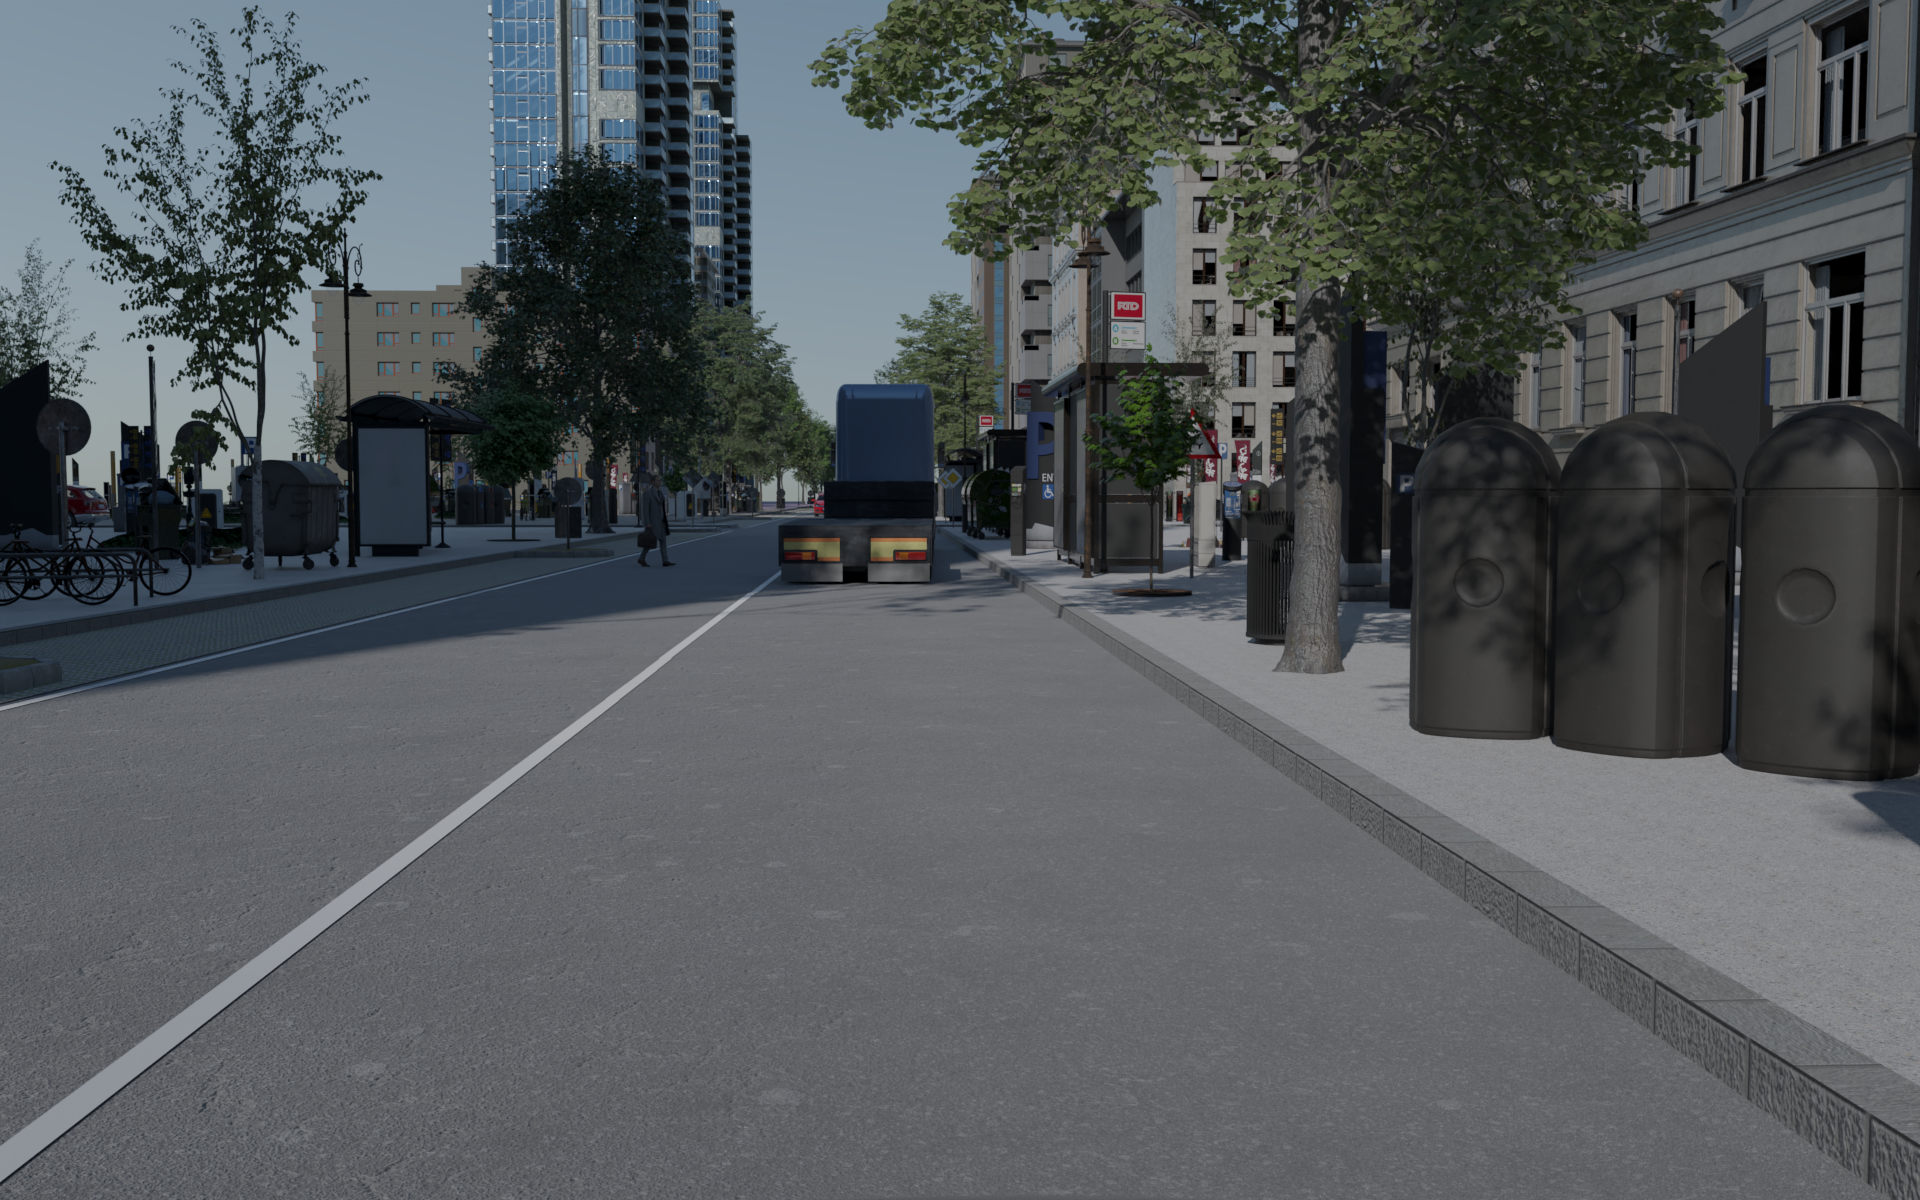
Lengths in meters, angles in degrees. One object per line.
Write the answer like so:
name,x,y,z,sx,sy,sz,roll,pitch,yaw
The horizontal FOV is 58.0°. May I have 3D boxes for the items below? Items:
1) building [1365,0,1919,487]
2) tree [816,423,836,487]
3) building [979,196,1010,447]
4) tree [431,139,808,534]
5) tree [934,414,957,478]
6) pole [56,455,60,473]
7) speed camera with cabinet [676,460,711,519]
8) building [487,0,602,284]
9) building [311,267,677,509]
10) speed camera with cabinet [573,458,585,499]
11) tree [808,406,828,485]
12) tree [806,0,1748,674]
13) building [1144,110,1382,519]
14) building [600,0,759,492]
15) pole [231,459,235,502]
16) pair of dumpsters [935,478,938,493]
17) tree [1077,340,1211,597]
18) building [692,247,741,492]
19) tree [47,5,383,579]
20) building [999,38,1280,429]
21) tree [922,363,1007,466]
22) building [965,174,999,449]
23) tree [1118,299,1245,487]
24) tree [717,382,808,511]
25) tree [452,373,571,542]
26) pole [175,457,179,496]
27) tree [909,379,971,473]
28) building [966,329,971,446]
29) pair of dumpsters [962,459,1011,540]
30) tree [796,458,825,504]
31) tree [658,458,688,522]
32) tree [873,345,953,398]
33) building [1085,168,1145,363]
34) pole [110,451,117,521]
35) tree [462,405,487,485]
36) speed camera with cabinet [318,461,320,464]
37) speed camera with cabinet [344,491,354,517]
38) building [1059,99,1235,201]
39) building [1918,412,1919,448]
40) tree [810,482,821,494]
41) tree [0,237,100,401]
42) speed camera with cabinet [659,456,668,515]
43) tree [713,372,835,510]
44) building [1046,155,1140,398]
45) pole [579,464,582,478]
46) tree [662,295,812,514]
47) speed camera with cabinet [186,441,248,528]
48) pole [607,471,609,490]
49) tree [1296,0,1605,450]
building,21.020,-12.666,40.367,16.112,22.955,30.059,0,4,-3
tree,-23.462,-24.423,305.974,9.857,13.997,8.962,0,3,0
building,10.078,-37.261,259.328,14.600,45.320,14.200,0,4,-3
tree,-11.857,-8.515,56.234,9.611,12.733,9.660,0,3,0
tree,-1.291,-10.896,128.511,4.737,8.622,4.395,0,3,0
pole,-23.420,-3.137,45.133,0.158,3.312,0.155,0,3,0
speed camera with cabinet,-13.619,-5.763,88.563,0.660,3.252,2.038,2,4,33
building,-39.818,-53.659,190.003,22.319,86.520,31.000,0,4,-3
building,-41.674,-19.379,161.882,27.650,21.520,28.899,0,4,-3
speed camera with cabinet,-20.947,-6.161,95.068,0.660,3.252,2.038,-1,4,-10
tree,-17.202,-15.062,163.277,9.611,12.733,9.660,0,3,0
tree,2.479,-5.779,12.610,7.486,12.596,7.792,0,3,0
building,18.702,-14.391,90.042,16.860,20.320,10.420,0,4,-3
building,-43.766,-59.211,280.768,22.319,86.520,31.000,0,4,-3
pole,-42.277,-6.537,100.727,0.158,3.312,0.155,0,3,0
pair of dumpsters,-1.312,-6.298,105.471,1.574,2.255,4.437,0,4,-3
tree,2.303,-1.675,21.986,1.663,3.219,1.824,0,3,0
building,-48.674,-34.349,253.484,32.217,40.220,23.993,0,4,-3
tree,-10.817,-4.620,25.893,4.737,8.622,4.395,0,3,0
building,20.025,-37.364,200.143,28.713,52.752,27.495,0,4,-3
tree,-1.214,-11.043,114.973,8.767,10.594,7.601,0,4,-3
building,15.805,-42.260,280.181,28.713,52.752,27.495,0,4,-3
tree,8.626,-6.985,64.570,4.360,8.622,3.978,0,3,0
tree,-15.343,-12.024,131.009,8.767,10.594,7.601,3,5,39
tree,-12.300,-3.886,47.251,4.285,4.588,4.351,0,3,0
pole,-42.845,-6.172,94.749,0.158,3.312,0.155,0,3,0
tree,-3.096,-15.753,167.925,12.009,13.543,11.850,0,3,0
building,7.957,-32.407,301.561,14.160,30.474,14.107,0,4,-3
pair of dumpsters,0.922,-2.930,50.401,1.574,2.255,4.437,0,4,-2
tree,-19.875,-16.777,224.665,4.360,8.622,3.978,0,3,0
tree,-13.227,-5.282,80.965,1.663,3.219,1.824,0,3,0
tree,-3.966,-21.960,214.934,12.611,20.169,13.585,0,3,0
building,16.982,-18.078,114.645,14.314,24.678,30.058,0,4,-3
pole,-39.950,-5.377,81.750,0.158,3.312,0.155,0,3,0
tree,-36.724,-10.646,124.417,4.737,8.622,4.395,0,3,0
speed camera with cabinet,-38.457,-6.669,103.377,0.660,3.252,2.038,-1,4,-22
speed camera with cabinet,-29.964,-5.689,87.350,2.038,3.252,0.660,0,4,4
building,22.776,-29.538,174.833,32.217,40.220,23.993,0,4,-3
building,37.705,-16.713,91.279,19.932,24.808,12.078,0,4,-3
tree,-21.455,-16.009,256.340,1.663,3.219,1.824,0,3,0
tree,-27.281,-6.109,50.250,4.360,8.622,3.978,0,3,0
speed camera with cabinet,-15.910,-5.905,90.886,0.660,3.252,2.038,-2,4,-28
tree,-16.437,-13.147,140.712,9.928,11.665,9.643,0,3,0
building,14.505,-21.631,139.576,13.634,28.700,20.117,0,4,-3
pole,-25.647,-7.535,117.041,0.158,3.312,0.155,0,3,0
tree,-14.967,-12.455,110.294,9.857,13.997,8.962,0,3,0
speed camera with cabinet,-23.684,-3.746,55.576,2.038,3.252,0.660,-3,4,-36
pole,-20.363,-6.508,100.245,0.158,3.312,0.155,0,3,0
tree,6.927,-4.569,25.067,4.360,8.622,3.978,0,3,0
